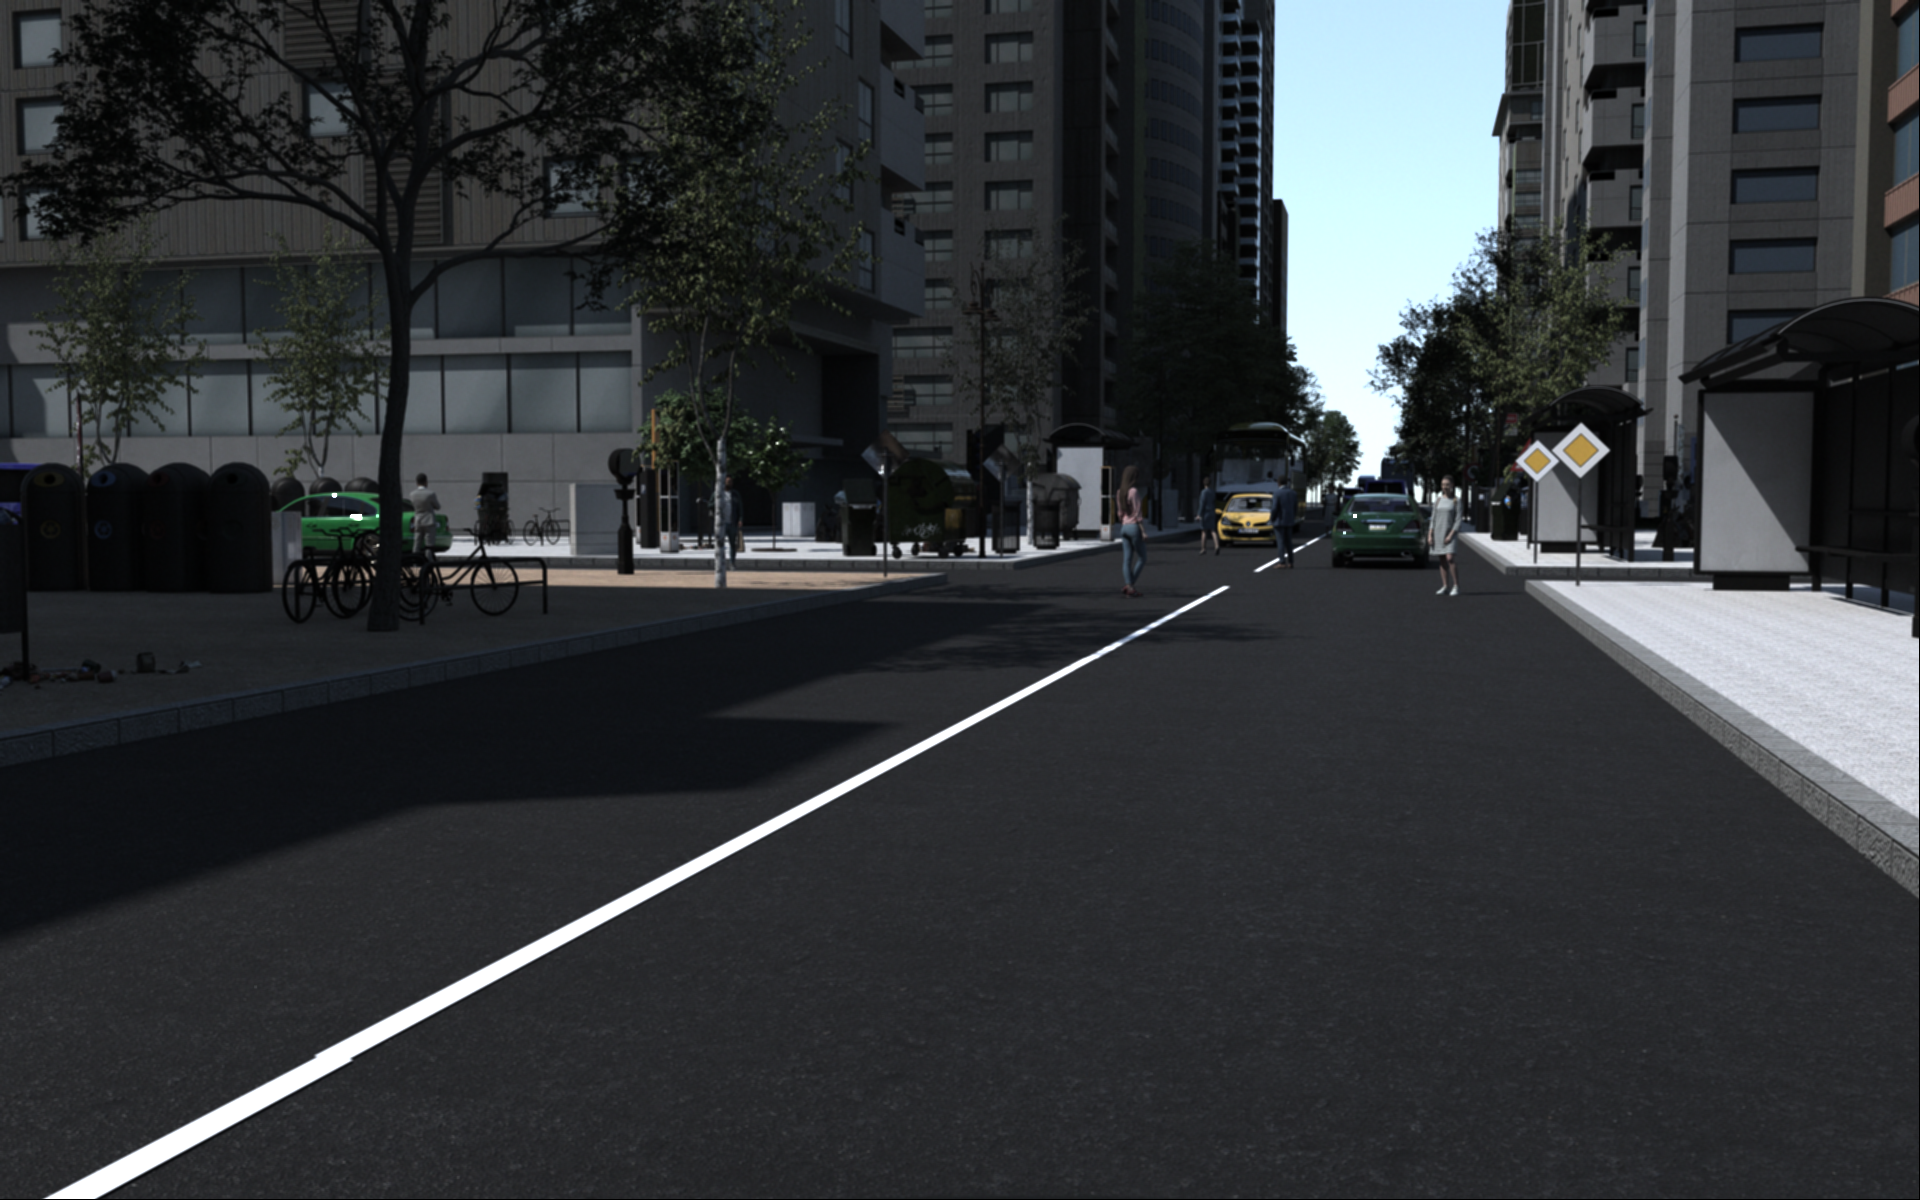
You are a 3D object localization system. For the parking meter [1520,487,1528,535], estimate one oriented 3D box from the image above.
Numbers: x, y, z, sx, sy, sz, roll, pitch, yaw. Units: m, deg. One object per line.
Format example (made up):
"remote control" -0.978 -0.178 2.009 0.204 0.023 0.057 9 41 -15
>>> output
"parking meter" 17.794 -2.811 54.376 0.372 1.533 0.369 0 3 0

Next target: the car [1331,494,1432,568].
"car" 8.574 -1.428 35.144 2.131 1.459 4.920 1 4 16

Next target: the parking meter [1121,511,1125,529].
"parking meter" 6.039 -3.322 62.729 0.372 1.533 0.369 0 3 0

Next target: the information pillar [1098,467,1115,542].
"information pillar" 3.982 -2.579 46.658 0.304 2.012 0.304 2 4 29

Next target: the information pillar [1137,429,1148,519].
"information pillar" 6.549 -4.336 62.242 0.504 3.616 0.183 -3 5 -43

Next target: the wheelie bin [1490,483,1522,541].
"wheelie bin" 15.025 -2.431 47.649 0.693 1.594 0.980 -1 4 -10

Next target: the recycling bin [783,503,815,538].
"recycling bin" -4.789 -2.381 51.489 0.722 1.027 0.722 2 4 32

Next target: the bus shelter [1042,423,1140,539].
"bus shelter" 4.007 -3.555 52.041 2.014 3.302 5.546 1 4 14

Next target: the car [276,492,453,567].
"car" -12.670 -1.602 34.990 4.718 1.807 1.959 1 4 12

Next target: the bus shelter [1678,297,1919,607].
"bus shelter" 9.957 -1.624 20.478 2.014 3.302 5.546 1 4 14

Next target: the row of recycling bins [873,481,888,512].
"row of recycling bins" -2.322 -2.840 53.551 1.069 1.692 3.534 -3 5 -40

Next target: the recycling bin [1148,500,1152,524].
"recycling bin" 8.550 -3.779 74.335 0.722 1.027 0.722 3 4 36

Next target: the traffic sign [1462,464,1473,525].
"traffic sign" 21.061 -4.353 71.281 0.768 2.556 0.104 1 4 16

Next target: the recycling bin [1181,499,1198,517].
"recycling bin" 12.959 -5.225 97.977 0.722 1.027 0.722 -2 4 -23

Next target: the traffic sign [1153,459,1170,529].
"traffic sign" 7.246 -3.846 62.990 0.768 2.556 0.104 1 4 19

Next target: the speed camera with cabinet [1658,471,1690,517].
"speed camera with cabinet" 27.778 -4.421 66.620 0.660 3.252 2.038 -1 4 -17

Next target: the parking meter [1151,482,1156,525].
"parking meter" 8.078 -4.006 71.204 0.255 1.863 0.399 -2 4 -32

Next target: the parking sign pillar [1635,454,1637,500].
"parking sign pillar" 30.915 -5.654 80.910 1.447 3.967 1.447 -3 5 -40

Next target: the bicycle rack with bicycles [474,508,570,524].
"bicycle rack with bicycles" -11.236 -1.862 43.822 2.852 0.926 2.925 1 4 11

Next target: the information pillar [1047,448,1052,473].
"information pillar" 4.558 -5.864 87.225 0.504 3.616 0.183 3 5 41

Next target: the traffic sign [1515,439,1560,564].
"traffic sign" 10.604 -1.726 31.869 0.795 2.450 0.064 1 4 14

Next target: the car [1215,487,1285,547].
"car" 8.116 -2.308 47.956 2.015 1.641 3.980 1 4 13

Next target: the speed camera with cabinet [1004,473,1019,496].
"speed camera with cabinet" 3.196 -5.725 87.936 2.038 3.252 0.660 -2 4 -24

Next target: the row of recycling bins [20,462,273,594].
"row of recycling bins" -10.755 -0.967 22.923 3.534 1.692 1.069 1 4 10

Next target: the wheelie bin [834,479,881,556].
"wheelie bin" -2.144 -1.714 35.940 0.980 1.594 0.693 -1 4 -19

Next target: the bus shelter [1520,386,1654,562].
"bus shelter" 12.541 -2.515 35.049 2.014 3.302 5.546 1 4 14

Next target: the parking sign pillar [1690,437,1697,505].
"parking sign pillar" 25.068 -4.270 58.289 1.447 3.967 1.447 0 4 -1

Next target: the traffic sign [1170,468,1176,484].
"traffic sign" 8.243 -4.055 68.426 0.606 2.300 0.079 1 4 19

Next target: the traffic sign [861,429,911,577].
"traffic sign" -1.148 -1.407 26.640 0.795 2.450 0.064 1 4 14

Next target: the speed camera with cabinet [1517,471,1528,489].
"speed camera with cabinet" 22.370 -4.647 70.320 2.038 3.252 0.660 3 5 42

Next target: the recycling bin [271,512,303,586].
"recycling bin" -9.803 -0.735 24.575 0.722 1.027 0.722 0 4 -3

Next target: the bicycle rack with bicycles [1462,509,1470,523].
"bicycle rack with bicycles" 23.433 -3.807 75.630 2.925 0.926 2.852 1 4 11

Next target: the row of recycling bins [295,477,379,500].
"row of recycling bins" -15.888 -2.147 42.214 3.534 1.692 1.069 -3 4 -36

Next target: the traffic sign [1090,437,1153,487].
"traffic sign" 5.753 -4.161 61.911 2.265 3.308 0.079 1 4 16

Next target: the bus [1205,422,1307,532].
"bus" 10.985 -4.356 62.773 2.896 3.916 12.252 1 4 14

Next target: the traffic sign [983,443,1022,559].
"traffic sign" 0.828 -1.880 34.378 0.795 2.450 0.064 1 4 14

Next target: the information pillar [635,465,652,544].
"information pillar" -8.105 -2.440 44.393 0.304 2.012 0.304 2 4 29

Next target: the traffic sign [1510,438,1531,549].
"traffic sign" 13.207 -2.456 40.166 0.884 2.594 0.081 1 4 21

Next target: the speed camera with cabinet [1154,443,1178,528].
"speed camera with cabinet" 7.969 -4.437 66.879 0.660 3.252 2.038 0 4 -4

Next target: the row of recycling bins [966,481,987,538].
"row of recycling bins" 0.152 -2.749 52.063 1.069 1.692 3.534 1 4 9

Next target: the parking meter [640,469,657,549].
"parking meter" -7.365 -2.151 40.874 0.255 1.863 0.399 -3 5 -39

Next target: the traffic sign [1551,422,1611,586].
"traffic sign" 8.628 -1.253 24.131 0.795 2.450 0.064 1 4 14

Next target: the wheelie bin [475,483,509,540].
"wheelie bin" -12.985 -2.465 48.215 0.693 1.594 0.980 3 5 43

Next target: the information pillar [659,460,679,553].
"information pillar" -6.329 -2.031 37.695 0.304 2.012 0.304 2 4 33

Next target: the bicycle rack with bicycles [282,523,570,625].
"bicycle rack with bicycles" -5.828 -0.289 18.101 2.852 0.926 2.925 2 4 30

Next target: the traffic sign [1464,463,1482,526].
"traffic sign" 20.823 -4.286 70.182 0.768 2.556 0.104 1 4 19

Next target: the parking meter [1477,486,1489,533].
"parking meter" 17.240 -2.977 57.084 0.372 1.533 0.369 0 3 0

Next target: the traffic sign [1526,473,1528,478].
"traffic sign" 22.803 -4.192 68.649 0.768 2.556 0.104 1 4 23

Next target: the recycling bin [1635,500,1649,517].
"recycling bin" 27.553 -3.550 70.604 0.722 1.027 0.722 -1 4 -9

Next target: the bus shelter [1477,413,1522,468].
"bus shelter" 25.850 -6.466 83.345 2.179 5.291 8.768 1 4 14
